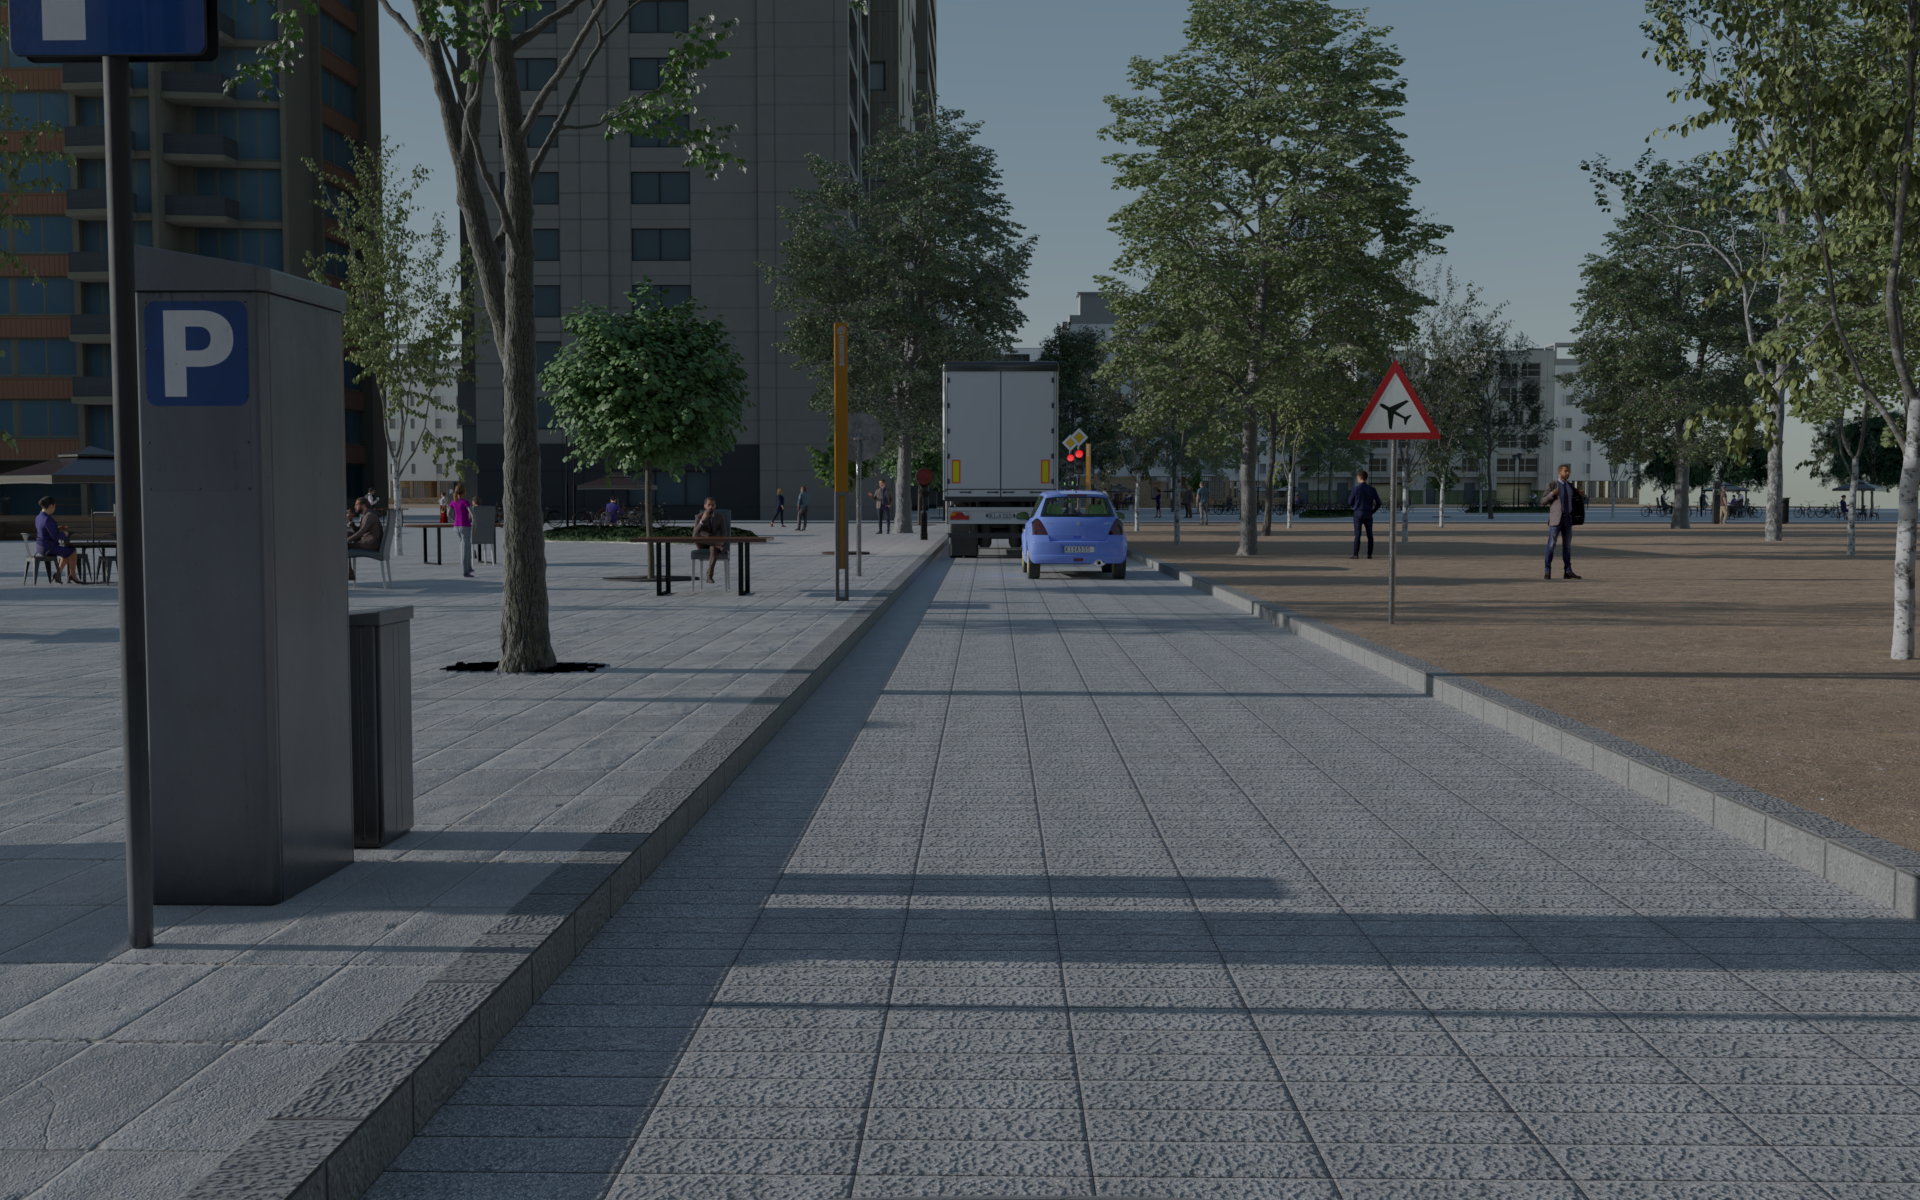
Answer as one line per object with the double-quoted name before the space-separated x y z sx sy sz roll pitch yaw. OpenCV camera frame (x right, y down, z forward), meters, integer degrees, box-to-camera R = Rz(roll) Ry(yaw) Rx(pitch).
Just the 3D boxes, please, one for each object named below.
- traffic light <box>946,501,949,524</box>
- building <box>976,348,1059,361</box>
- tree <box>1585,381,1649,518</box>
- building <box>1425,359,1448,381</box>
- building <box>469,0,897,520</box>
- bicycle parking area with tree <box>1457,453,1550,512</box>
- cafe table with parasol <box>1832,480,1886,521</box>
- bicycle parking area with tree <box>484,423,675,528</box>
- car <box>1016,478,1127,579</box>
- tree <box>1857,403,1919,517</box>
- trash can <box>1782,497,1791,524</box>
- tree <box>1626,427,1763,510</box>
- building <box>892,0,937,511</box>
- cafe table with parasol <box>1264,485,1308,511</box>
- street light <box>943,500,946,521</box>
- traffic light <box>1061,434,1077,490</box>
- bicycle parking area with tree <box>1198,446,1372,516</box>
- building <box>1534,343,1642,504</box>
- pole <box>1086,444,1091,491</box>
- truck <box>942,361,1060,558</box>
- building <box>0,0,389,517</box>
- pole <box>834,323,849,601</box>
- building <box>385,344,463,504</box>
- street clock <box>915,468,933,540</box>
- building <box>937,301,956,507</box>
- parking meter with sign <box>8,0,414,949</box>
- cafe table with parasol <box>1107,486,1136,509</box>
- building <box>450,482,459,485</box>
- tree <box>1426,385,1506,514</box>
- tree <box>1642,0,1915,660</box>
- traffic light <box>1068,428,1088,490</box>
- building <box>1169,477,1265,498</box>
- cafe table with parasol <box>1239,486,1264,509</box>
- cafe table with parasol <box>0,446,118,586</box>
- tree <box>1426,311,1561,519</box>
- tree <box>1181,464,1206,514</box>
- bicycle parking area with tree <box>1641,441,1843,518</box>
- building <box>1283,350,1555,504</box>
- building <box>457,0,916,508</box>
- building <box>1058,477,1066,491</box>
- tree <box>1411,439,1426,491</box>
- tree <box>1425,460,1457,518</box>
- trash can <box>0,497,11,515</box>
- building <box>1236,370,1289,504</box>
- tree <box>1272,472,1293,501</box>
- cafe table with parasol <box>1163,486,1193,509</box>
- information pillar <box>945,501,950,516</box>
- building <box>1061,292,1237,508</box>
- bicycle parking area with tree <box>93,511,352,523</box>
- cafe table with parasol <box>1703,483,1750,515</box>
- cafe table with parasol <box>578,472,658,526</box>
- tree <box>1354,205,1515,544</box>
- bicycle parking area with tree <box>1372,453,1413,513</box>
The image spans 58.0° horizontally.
"traffic light" -0.525 -5.191 73.794 0.839 4.253 0.868 0 4 1
"building" 1.884 -25.200 255.995 32.646 21.610 27.936 0 4 1
"tree" 35.331 -8.730 93.093 4.360 8.622 3.978 0 3 0
"building" 63.494 -24.046 249.576 11.380 20.091 16.016 0 4 1
"building" -13.171 -40.013 92.459 20.563 71.187 20.611 0 4 1
"bicycle parking area with tree" 39.656 -8.374 123.923 9.016 4.147 8.231 2 4 28
"cafe table with parasol" 43.169 -4.790 83.175 2.610 1.966 2.610 1 4 8
"bicycle parking area with tree" -14.899 -4.891 66.974 9.016 4.147 8.231 0 4 4
"car" 1.969 -1.281 30.528 1.945 1.707 3.694 0 3 0
"tree" 56.733 -8.658 104.456 11.467 7.101 20.602 1 4 15
"trash can" 35.101 -3.815 74.023 0.748 1.137 0.748 0 3 0
"tree" 59.350 -10.755 138.742 11.467 7.101 20.602 -1 4 -10
"building" -12.890 -31.706 142.094 21.300 48.544 21.600 0 4 1
"cafe table with parasol" 24.518 -7.557 128.428 2.610 1.966 2.610 3 4 37
"street light" -0.753 -6.699 82.309 0.468 5.910 1.993 0 4 1
"traffic light" 5.181 -5.674 81.693 0.839 4.253 0.868 0 4 1
"bicycle parking area with tree" 19.421 -7.256 105.639 9.016 4.147 8.231 0 4 -1
"building" 78.978 -22.362 222.031 11.380 20.091 16.016 0 4 1
"pole" 5.197 -4.667 70.156 0.158 3.312 0.155 0 3 0
"truck" 0.981 -3.259 42.204 2.839 4.237 11.283 0 4 1
"building" -47.368 -26.874 94.008 28.867 44.769 22.147 0 4 1
"pole" -1.421 -1.644 20.730 0.158 3.312 0.155 0 3 0
"building" -67.081 -22.479 223.959 11.380 20.091 16.016 0 4 1
"street clock" -1.007 -2.678 48.358 0.471 2.002 0.358 -1 4 -10
"building" -14.800 -20.180 173.912 27.936 21.610 32.646 0 4 1
"parking meter with sign" -2.296 -0.574 5.645 0.543 3.016 1.738 0 4 2
"cafe table with parasol" 14.041 -8.907 150.496 2.610 1.966 2.610 2 4 28
"building" -58.573 -23.558 251.635 31.486 18.905 16.747 0 4 1
"tree" 32.983 -9.776 110.194 4.737 8.622 4.395 0 3 0
"tree" 7.420 -3.859 13.463 4.737 8.622 4.395 0 3 0
"traffic light" 5.036 -5.186 73.709 0.839 4.253 0.868 0 4 1
"building" 43.451 -18.618 246.555 28.070 9.664 9.099 0 4 1
"cafe table with parasol" 23.931 -8.287 140.363 2.610 1.966 2.610 1 4 15
"cafe table with parasol" -12.436 -1.221 24.828 2.610 1.966 2.610 0 4 6
"tree" 26.994 -9.449 88.900 7.601 10.594 8.767 0 4 8
"tree" 15.438 -7.196 112.251 1.663 3.219 1.824 0 3 0
"bicycle parking area with tree" 43.211 -6.646 95.671 9.016 4.147 8.231 -1 4 -11
"building" 57.401 -21.732 221.782 31.486 18.905 16.747 0 4 1
"building" -16.846 -32.312 117.532 28.713 52.752 27.495 0 4 1
"building" 14.382 -16.786 216.605 9.099 9.664 28.070 0 4 1
"tree" 37.444 -11.262 134.491 4.737 8.622 4.395 0 3 0
"tree" 26.608 -6.149 95.132 1.663 3.219 1.824 0 3 0
"trash can" -41.668 -3.894 75.321 0.748 1.137 0.748 0 3 0
"building" 35.680 -22.444 223.374 11.380 20.091 16.016 0 4 1
"tree" 25.301 -8.634 135.775 1.663 3.219 1.824 0 3 0
"cafe table with parasol" 18.247 -8.522 144.197 2.610 1.966 2.610 1 4 15
"information pillar" -0.660 -5.899 100.941 0.304 2.012 0.304 -3 4 -36
"building" 17.628 -19.029 167.545 16.016 20.091 11.380 0 4 1
"bicycle parking area with tree" -28.190 -4.875 66.717 9.016 4.147 8.231 2 4 33
"cafe table with parasol" 45.932 -6.061 103.970 2.610 1.966 2.610 3 5 41
"cafe table with parasol" -10.565 -2.977 53.546 2.610 1.966 2.610 -2 4 -24
"tree" 11.601 -5.742 44.246 4.360 8.622 3.978 0 3 0
"bicycle parking area with tree" 26.718 -8.120 119.763 8.231 4.147 9.016 -1 4 -20
